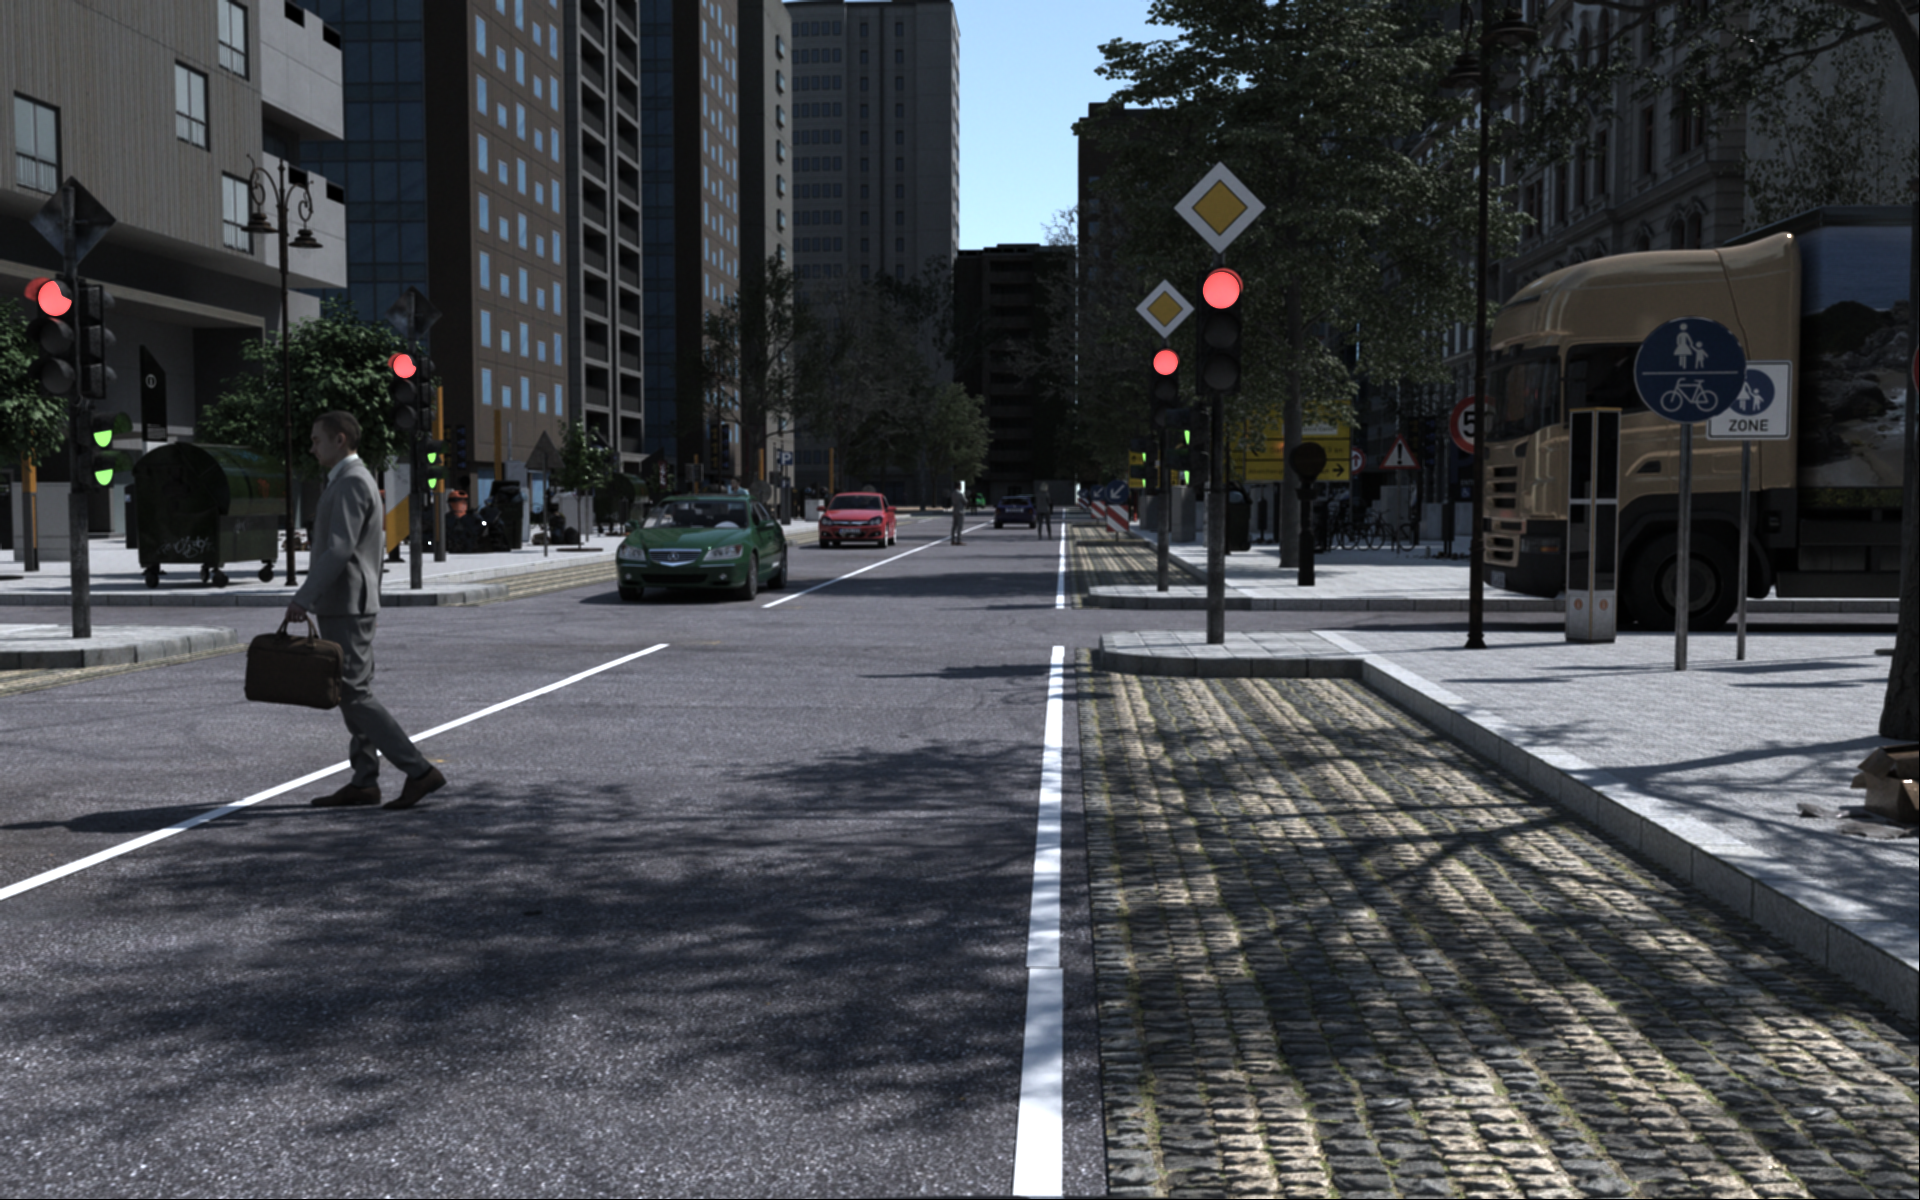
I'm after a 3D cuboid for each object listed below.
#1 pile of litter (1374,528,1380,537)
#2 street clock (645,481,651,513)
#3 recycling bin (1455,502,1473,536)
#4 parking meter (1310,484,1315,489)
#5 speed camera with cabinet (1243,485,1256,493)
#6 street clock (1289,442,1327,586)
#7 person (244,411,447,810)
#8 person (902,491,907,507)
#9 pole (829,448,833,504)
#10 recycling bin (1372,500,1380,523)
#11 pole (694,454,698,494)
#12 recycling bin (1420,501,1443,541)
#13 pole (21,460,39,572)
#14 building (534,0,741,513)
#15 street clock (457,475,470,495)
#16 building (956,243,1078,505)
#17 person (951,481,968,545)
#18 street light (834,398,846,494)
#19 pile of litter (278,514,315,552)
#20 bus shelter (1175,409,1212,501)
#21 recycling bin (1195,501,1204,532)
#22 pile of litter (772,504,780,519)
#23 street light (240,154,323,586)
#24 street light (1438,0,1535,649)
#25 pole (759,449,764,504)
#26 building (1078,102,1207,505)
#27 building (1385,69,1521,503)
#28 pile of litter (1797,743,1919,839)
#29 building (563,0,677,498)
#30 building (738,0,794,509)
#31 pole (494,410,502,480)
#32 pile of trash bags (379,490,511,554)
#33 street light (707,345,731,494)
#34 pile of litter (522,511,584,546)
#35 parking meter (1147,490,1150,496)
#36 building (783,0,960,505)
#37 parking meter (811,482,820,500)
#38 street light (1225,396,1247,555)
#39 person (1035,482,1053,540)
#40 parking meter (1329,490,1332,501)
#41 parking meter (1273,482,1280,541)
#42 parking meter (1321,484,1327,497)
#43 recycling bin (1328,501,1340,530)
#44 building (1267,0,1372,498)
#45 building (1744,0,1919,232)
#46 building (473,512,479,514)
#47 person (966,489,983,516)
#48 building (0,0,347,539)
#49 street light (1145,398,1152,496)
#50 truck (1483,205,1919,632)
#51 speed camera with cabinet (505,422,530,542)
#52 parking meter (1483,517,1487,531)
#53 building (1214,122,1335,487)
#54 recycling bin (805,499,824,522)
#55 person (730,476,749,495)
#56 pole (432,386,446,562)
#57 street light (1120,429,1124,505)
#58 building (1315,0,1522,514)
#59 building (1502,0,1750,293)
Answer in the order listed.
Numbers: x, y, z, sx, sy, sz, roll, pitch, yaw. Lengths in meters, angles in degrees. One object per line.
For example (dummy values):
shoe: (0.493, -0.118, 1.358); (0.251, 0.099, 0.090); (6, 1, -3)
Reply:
pile of litter: (13.052, -2.346, 52.319); (1.719, 0.858, 1.176); (0, 4, -4)
street clock: (-16.950, -5.475, 94.079); (0.358, 2.002, 0.471); (2, 4, 34)
recycling bin: (15.679, -2.503, 53.484); (0.722, 1.027, 0.722); (0, 4, -1)
parking meter: (16.997, -4.786, 83.959); (0.399, 1.863, 0.255); (2, 4, 28)
speed camera with cabinet: (12.498, -4.952, 75.305); (0.660, 3.252, 2.038); (1, 4, 23)
street clock: (4.846, -1.200, 24.184); (0.471, 2.002, 0.358); (0, 4, -5)
person: (-2.808, 0.043, 7.918); (0.853, 1.813, 0.709); (-1, 4, -19)
person: (-5.765, -10.461, 180.464); (0.541, 1.710, 0.530); (1, 4, 15)
pole: (-5.669, -5.041, 76.258); (0.158, 3.312, 0.155); (0, 3, 0)
recycling bin: (17.738, -3.673, 72.600); (0.722, 1.027, 0.722); (0, 4, -8)
pole: (-13.536, -5.814, 88.899); (0.158, 3.312, 0.155); (0, 3, 0)
recycling bin: (13.145, -2.175, 48.109); (0.722, 1.027, 0.722); (-1, 4, -12)
pole: (-15.397, -2.128, 28.635); (0.158, 3.312, 0.155); (0, 3, 0)
building: (-24.403, -29.193, 127.410); (14.600, 45.320, 14.200); (0, 4, 3)
street clock: (-19.216, -3.823, 67.081); (0.358, 2.002, 0.471); (3, 5, 45)
building: (6.679, -26.362, 202.712); (14.107, 30.474, 14.160); (0, 4, 3)
person: (0.002, -2.446, 48.665); (0.511, 1.800, 0.466); (3, 5, 42)
street light: (-5.785, -6.772, 83.505); (0.468, 5.910, 1.993); (0, 4, 3)
pile of litter: (-14.851, -1.552, 39.334); (1.176, 0.858, 1.719); (3, 5, 41)
bus shelter: (9.824, -5.669, 70.316); (2.179, 5.291, 8.768); (0, 4, 4)
recycling bin: (8.371, -2.872, 59.510); (0.722, 1.027, 0.722); (0, 4, 6)
pile of litter: (-9.501, -4.603, 89.226); (1.176, 0.858, 1.719); (-1, 4, -11)
street light: (-9.349, -3.134, 24.034); (0.468, 5.910, 1.993); (0, 4, 3)
street light: (4.297, -2.536, 14.258); (0.468, 5.910, 1.993); (0, 4, 3)
pole: (-8.930, -5.132, 77.757); (0.158, 3.312, 0.155); (0, 3, 0)
building: (20.797, -33.708, 201.233); (14.200, 45.320, 14.600); (0, 4, 3)
building: (29.554, -14.845, 84.513); (13.314, 21.916, 24.055); (0, 4, 3)
pile of litter: (4.143, 0.434, 6.864); (1.719, 0.858, 1.176); (0, 3, 0)
building: (-29.316, -41.056, 109.511); (20.563, 71.187, 20.611); (0, 4, 3)
building: (-26.625, -32.229, 150.648); (21.600, 48.544, 21.300); (0, 4, 3)
pole: (-11.167, -2.938, 41.881); (0.158, 3.312, 0.155); (0, 3, 0)
pile of trash bags: (-11.659, -1.755, 38.440); (3.447, 1.369, 1.912); (2, 4, 24)
street light: (-7.492, -4.962, 53.919); (0.468, 5.910, 1.993); (0, 4, 3)
pile of litter: (-10.286, -1.814, 43.627); (1.719, 0.858, 1.176); (-1, 4, -22)
parking meter: (9.077, -4.779, 83.854); (0.255, 1.863, 0.399); (0, 4, 5)
building: (-14.244, -40.636, 206.398); (28.212, 58.520, 21.231); (0, 4, 3)
parking meter: (-7.069, -4.822, 84.548); (0.399, 1.863, 0.255); (2, 4, 32)
street light: (5.648, -3.895, 36.471); (0.468, 5.910, 1.993); (0, 4, 3)
person: (2.628, -2.805, 54.544); (0.537, 1.800, 0.526); (2, 4, 34)
parking meter: (20.818, -5.402, 96.739); (0.372, 1.533, 0.369); (0, 3, 0)
parking meter: (8.652, -2.514, 46.809); (0.255, 1.863, 0.399); (-1, 4, -9)
parking meter: (20.478, -5.598, 97.233); (0.399, 1.863, 0.255); (2, 4, 25)
recycling bin: (13.053, -2.998, 61.573); (0.722, 1.027, 0.722); (0, 4, -3)
building: (38.029, -50.651, 140.822); (22.319, 86.520, 31.000); (0, 4, 3)
building: (28.642, -11.306, 39.604); (16.860, 20.320, 10.420); (0, 4, 3)
building: (-27.212, -26.312, 80.315); (14.600, 45.320, 14.200); (0, 4, 3)
person: (0.903, -6.470, 114.798); (1.217, 1.766, 0.721); (1, 4, 12)
building: (-35.956, -28.242, 50.995); (28.713, 52.752, 27.495); (0, 4, 3)
street light: (7.397, -5.759, 66.943); (0.468, 5.910, 1.993); (0, 4, 3)
truck: (10.628, -1.778, 17.980); (11.283, 4.237, 2.839); (0, 4, 2)
speed camera with cabinet: (-11.962, -3.211, 46.831); (0.660, 3.252, 2.038); (-1, 4, -15)
parking meter: (12.359, -2.133, 40.581); (0.255, 1.863, 0.399); (-2, 4, -30)
building: (42.524, -33.589, 203.797); (28.867, 44.769, 22.147); (0, 4, 3)
recycling bin: (-6.765, -4.161, 80.581); (0.722, 1.027, 0.722); (1, 4, 15)
person: (-4.607, -1.724, 36.715); (0.660, 1.820, 0.620); (3, 4, 36)
pole: (-9.867, -2.380, 32.761); (0.158, 3.312, 0.155); (0, 3, 0)
street light: (9.075, -7.568, 96.531); (0.468, 5.910, 1.993); (0, 4, 3)
building: (40.475, -25.814, 113.939); (32.217, 40.220, 23.993); (0, 4, 3)
building: (28.523, -16.687, 60.226); (14.401, 28.519, 23.554); (0, 4, 3)
